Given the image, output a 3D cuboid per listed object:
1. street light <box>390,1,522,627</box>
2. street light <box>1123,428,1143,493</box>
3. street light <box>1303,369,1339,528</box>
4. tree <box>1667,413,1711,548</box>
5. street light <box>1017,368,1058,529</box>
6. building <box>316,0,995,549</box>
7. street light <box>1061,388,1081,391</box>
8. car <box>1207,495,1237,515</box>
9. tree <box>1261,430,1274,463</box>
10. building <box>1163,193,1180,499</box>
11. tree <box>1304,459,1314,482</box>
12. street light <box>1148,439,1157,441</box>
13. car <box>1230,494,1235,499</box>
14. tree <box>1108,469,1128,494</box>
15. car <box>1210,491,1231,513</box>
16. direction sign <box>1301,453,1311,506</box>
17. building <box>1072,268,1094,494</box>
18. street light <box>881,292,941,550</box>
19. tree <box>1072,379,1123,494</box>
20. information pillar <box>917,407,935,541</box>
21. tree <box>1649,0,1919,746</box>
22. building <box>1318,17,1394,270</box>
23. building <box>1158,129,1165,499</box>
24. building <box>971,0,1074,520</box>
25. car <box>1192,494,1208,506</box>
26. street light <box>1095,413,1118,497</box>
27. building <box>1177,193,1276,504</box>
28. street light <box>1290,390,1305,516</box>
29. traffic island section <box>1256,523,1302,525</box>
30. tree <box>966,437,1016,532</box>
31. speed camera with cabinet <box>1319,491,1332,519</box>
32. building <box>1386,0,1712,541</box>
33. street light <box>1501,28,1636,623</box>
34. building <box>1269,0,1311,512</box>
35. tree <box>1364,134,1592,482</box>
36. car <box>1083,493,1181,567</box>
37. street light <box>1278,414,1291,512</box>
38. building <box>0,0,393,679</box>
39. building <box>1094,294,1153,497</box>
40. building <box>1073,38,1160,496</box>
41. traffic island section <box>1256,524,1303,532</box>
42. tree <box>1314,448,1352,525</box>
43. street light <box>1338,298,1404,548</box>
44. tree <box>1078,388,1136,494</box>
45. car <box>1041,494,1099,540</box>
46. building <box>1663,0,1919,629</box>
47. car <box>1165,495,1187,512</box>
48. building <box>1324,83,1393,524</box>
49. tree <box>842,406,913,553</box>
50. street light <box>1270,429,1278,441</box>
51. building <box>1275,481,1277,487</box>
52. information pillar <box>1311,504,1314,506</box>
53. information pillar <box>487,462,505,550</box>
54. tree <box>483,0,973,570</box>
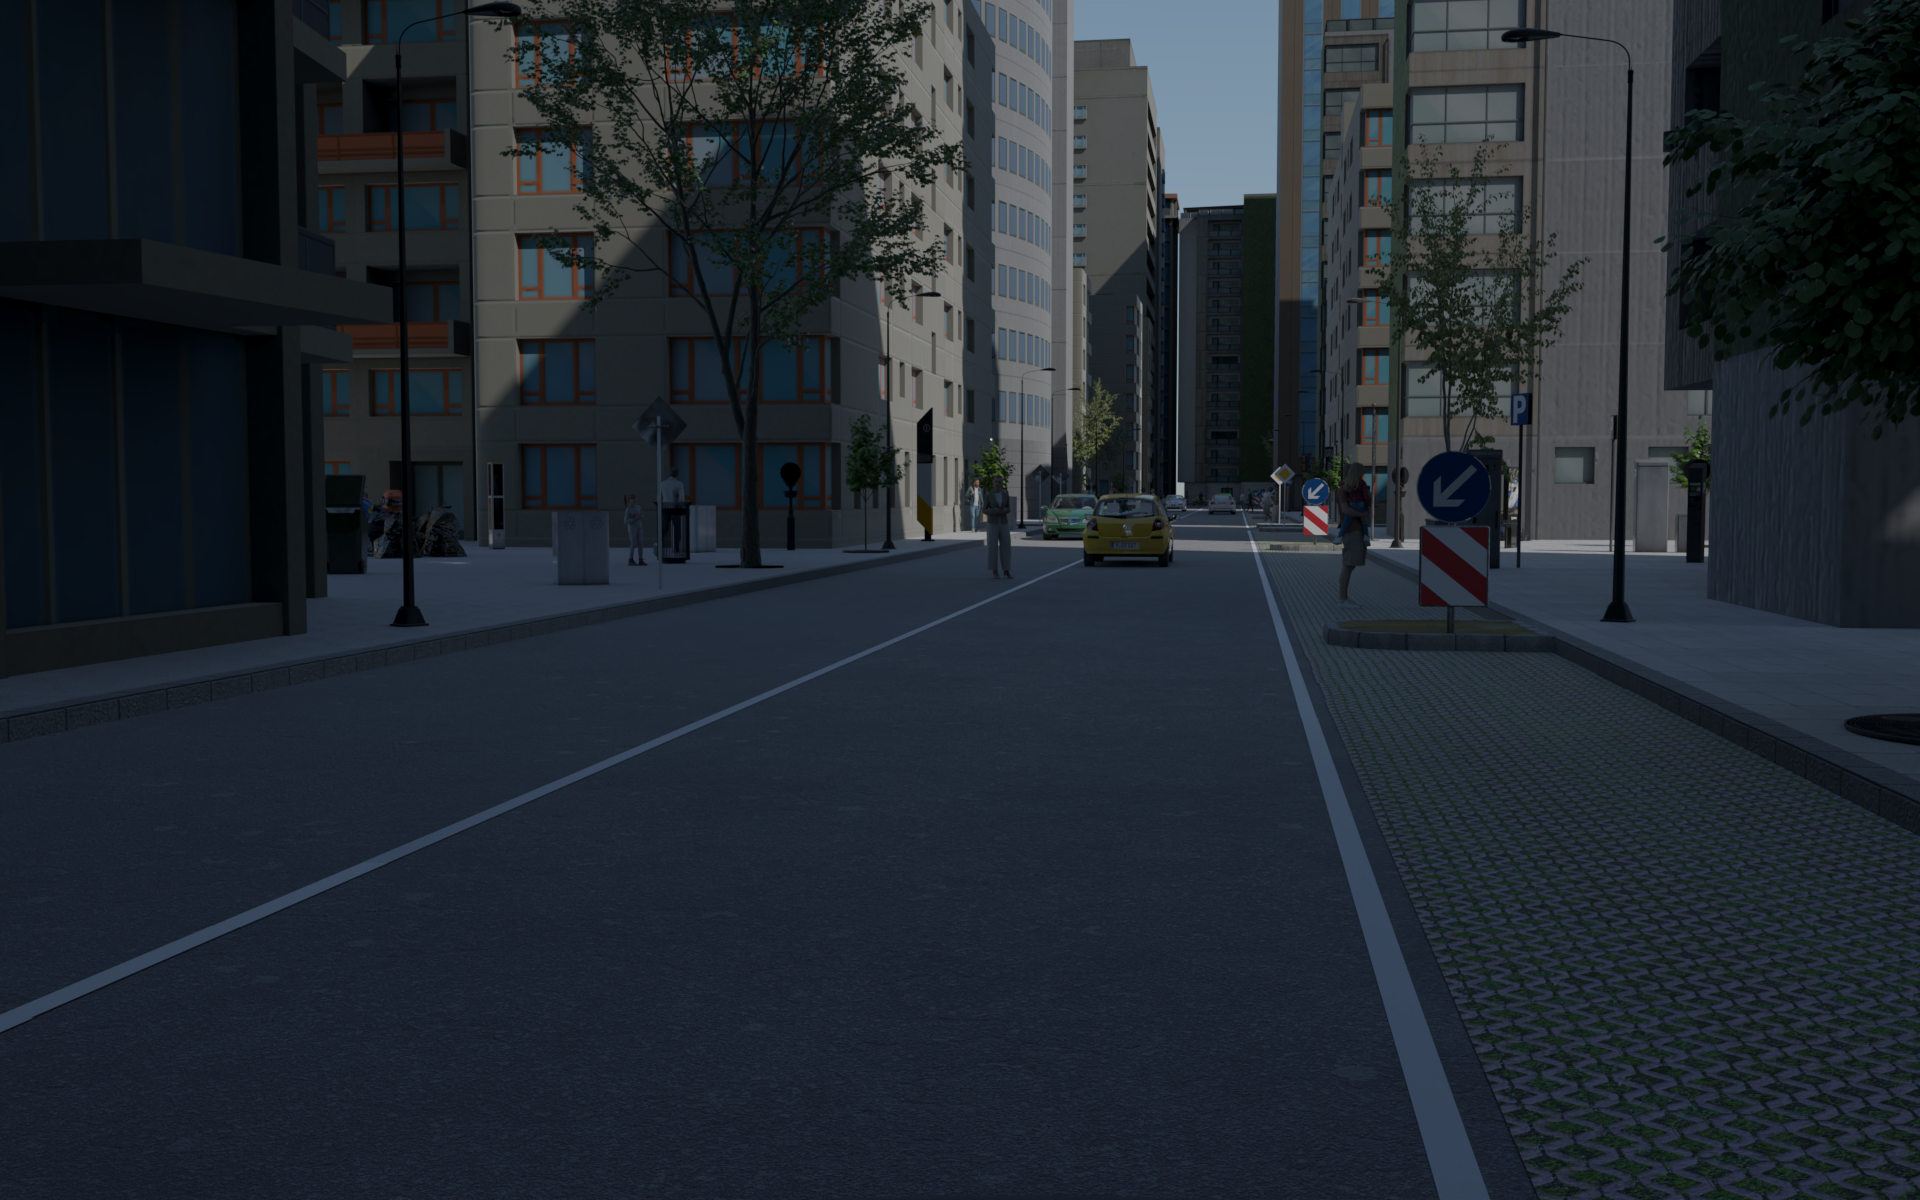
[{"bbox_3d":[-4.825,-2.694,16.585,1.470,5.913,1.316,1,4,9],"label":"street light"},{"bbox_3d":[12.102,-9.171,122.494,1.470,5.913,1.316,1,4,9],"label":"street light"},{"bbox_3d":[13.693,-5.627,64.544,1.470,5.913,1.316,1,4,9],"label":"street light"},{"bbox_3d":[17.843,-2.888,41.827,1.663,3.219,1.824,0,3,0],"label":"tree"},{"bbox_3d":[2.825,-5.586,63.870,1.470,5.913,1.316,1,4,9],"label":"street light"},{"bbox_3d":[-15.085,-12.890,55.790,28.899,21.520,27.650,1,4,9],"label":"building"},{"bbox_3d":[4.562,-6.314,75.772,1.470,5.913,1.316,1,4,9],"label":"street light"},{"bbox_3d":[18.333,-6.654,121.152,2.083,1.381,4.827,0,4,7],"label":"car"},{"bbox_3d":[27.071,-11.717,141.941,4.737,8.622,4.395,0,3,0],"label":"tree"},{"bbox_3d":[16.506,-36.133,245.402,28.867,44.769,22.147,1,4,9],"label":"building"},{"bbox_3d":[17.400,-5.435,83.470,1.663,3.219,1.824,0,3,0],"label":"tree"},{"bbox_3d":[15.992,-10.647,146.624,1.470,5.913,1.316,1,4,9],"label":"street light"},{"bbox_3d":[24.019,-9.111,157.752,1.959,1.807,4.718,1,4,9],"label":"car"},{"bbox_3d":[11.991,-8.366,131.388,1.663,3.219,1.824,0,3,0],"label":"tree"},{"bbox_3d":[19.300,-7.178,127.590,2.015,1.641,3.980,0,4,7],"label":"car"},{"bbox_3d":[19.135,-6.346,95.760,0.379,3.537,0.876,-1,4,-23],"label":"direction sign"},{"bbox_3d":[-5.202,-17.392,129.405,27.650,21.520,28.899,1,4,9],"label":"building"},{"bbox_3d":[-1.125,-4.123,39.960,1.470,5.913,1.316,1,4,9],"label":"street light"},{"bbox_3d":[8.009,-9.685,108.712,4.737,8.622,4.395,0,3,0],"label":"tree"},{"bbox_3d":[-0.942,-3.403,46.997,0.504,3.616,0.183,2,4,30],"label":"information pillar"},{"bbox_3d":[5.543,-1.546,8.983,4.285,4.588,4.351,0,3,0],"label":"tree"},{"bbox_3d":[29.521,-20.600,108.510,14.160,30.474,14.107,1,4,9],"label":"building"},{"bbox_3d":[14.179,-36.092,213.807,21.600,48.544,21.300,1,4,9],"label":"building"},{"bbox_3d":[-5.841,-33.525,90.136,21.231,58.520,28.212,1,4,9],"label":"building"},{"bbox_3d":[29.668,-12.471,214.122,2.015,1.641,3.980,0,4,7],"label":"car"},{"bbox_3d":[8.354,-7.751,99.272,1.470,5.913,1.316,1,4,9],"label":"street light"},{"bbox_3d":[37.104,-33.928,238.316,14.086,41.232,14.154,1,4,9],"label":"building"},{"bbox_3d":[15.720,-6.429,77.650,1.470,5.913,1.316,1,4,9],"label":"street light"},{"bbox_3d":[13.659,-3.154,73.852,2.009,0.180,2.903,1,4,9],"label":"traffic island section"},{"bbox_3d":[0.995,-3.933,58.901,1.663,3.219,1.824,0,3,0],"label":"tree"},{"bbox_3d":[18.728,-5.787,88.946,0.660,3.252,2.038,1,4,16],"label":"speed camera with cabinet"},{"bbox_3d":[20.481,-22.610,53.264,14.154,41.232,14.086,1,4,9],"label":"building"},{"bbox_3d":[6.095,-2.741,17.362,1.470,5.913,1.316,1,4,9],"label":"street light"},{"bbox_3d":[30.939,-29.365,130.223,14.600,45.320,14.200,1,4,9],"label":"building"},{"bbox_3d":[10.377,-5.220,35.713,4.737,8.622,4.395,0,3,0],"label":"tree"},{"bbox_3d":[3.504,-1.551,35.590,2.015,1.641,3.980,1,4,9],"label":"car"},{"bbox_3d":[19.470,-7.855,100.964,1.470,5.913,1.316,1,4,9],"label":"street light"},{"bbox_3d":[-16.819,-21.606,7.888,22.147,44.769,28.867,1,4,9],"label":"building"},{"bbox_3d":[3.890,-19.649,166.294,27.650,21.520,28.899,1,4,9],"label":"building"},{"bbox_3d":[10.306,-34.657,190.338,21.300,48.544,21.600,1,4,9],"label":"building"},{"bbox_3d":[12.398,-2.672,65.966,2.009,0.180,2.903,1,4,9],"label":"traffic island section"},{"bbox_3d":[16.096,-4.793,72.961,1.663,3.219,1.824,0,3,0],"label":"tree"},{"bbox_3d":[9.852,-4.194,41.119,1.470,5.913,1.316,1,4,9],"label":"street light"},{"bbox_3d":[10.157,-10.252,117.987,4.360,8.622,3.978,0,3,0],"label":"tree"},{"bbox_3d":[3.677,-2.646,55.053,2.131,1.459,4.920,0,4,8],"label":"car"},{"bbox_3d":[16.444,-15.267,21.323,14.160,30.474,14.107,1,4,9],"label":"building"},{"bbox_3d":[17.652,-7.957,142.462,2.083,1.381,4.827,1,4,10],"label":"car"},{"bbox_3d":[33.353,-14.659,84.707,28.899,21.520,27.650,1,4,9],"label":"building"},{"bbox_3d":[-2.118,-2.643,37.808,1.663,3.219,1.824,0,3,0],"label":"tree"},{"bbox_3d":[23.220,-9.297,124.539,1.470,5.913,1.316,1,4,9],"label":"street light"},{"bbox_3d":[48.315,-40.564,205.215,21.231,58.520,28.212,1,4,9],"label":"building"},{"bbox_3d":[24.912,-7.187,122.003,0.304,2.012,0.304,-3,5,-43],"label":"information pillar"},{"bbox_3d":[-10.739,-2.179,40.126,0.304,2.012,0.304,-2,4,-32],"label":"information pillar"},{"bbox_3d":[-3.777,-6.352,29.604,9.928,11.665,9.643,0,3,0],"label":"tree"}]
